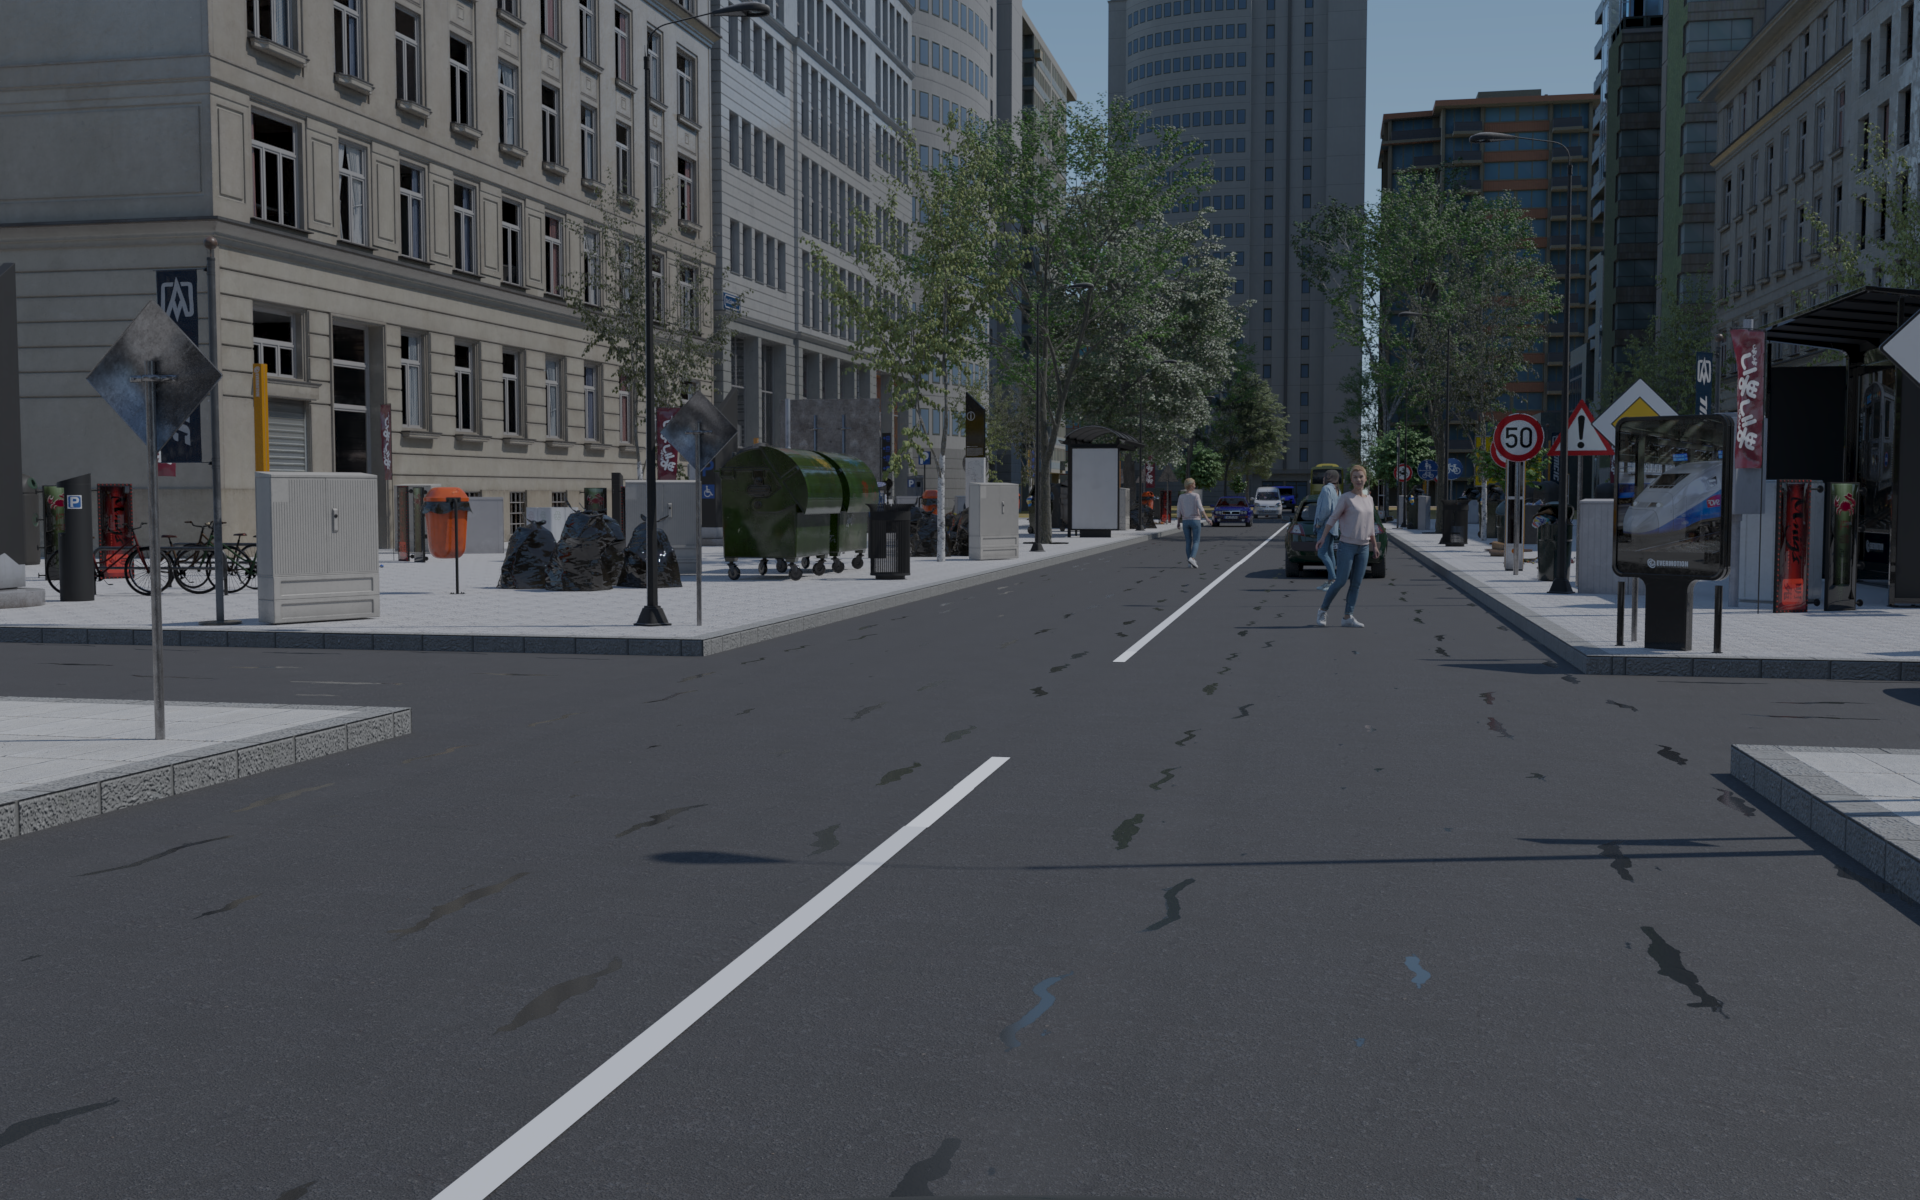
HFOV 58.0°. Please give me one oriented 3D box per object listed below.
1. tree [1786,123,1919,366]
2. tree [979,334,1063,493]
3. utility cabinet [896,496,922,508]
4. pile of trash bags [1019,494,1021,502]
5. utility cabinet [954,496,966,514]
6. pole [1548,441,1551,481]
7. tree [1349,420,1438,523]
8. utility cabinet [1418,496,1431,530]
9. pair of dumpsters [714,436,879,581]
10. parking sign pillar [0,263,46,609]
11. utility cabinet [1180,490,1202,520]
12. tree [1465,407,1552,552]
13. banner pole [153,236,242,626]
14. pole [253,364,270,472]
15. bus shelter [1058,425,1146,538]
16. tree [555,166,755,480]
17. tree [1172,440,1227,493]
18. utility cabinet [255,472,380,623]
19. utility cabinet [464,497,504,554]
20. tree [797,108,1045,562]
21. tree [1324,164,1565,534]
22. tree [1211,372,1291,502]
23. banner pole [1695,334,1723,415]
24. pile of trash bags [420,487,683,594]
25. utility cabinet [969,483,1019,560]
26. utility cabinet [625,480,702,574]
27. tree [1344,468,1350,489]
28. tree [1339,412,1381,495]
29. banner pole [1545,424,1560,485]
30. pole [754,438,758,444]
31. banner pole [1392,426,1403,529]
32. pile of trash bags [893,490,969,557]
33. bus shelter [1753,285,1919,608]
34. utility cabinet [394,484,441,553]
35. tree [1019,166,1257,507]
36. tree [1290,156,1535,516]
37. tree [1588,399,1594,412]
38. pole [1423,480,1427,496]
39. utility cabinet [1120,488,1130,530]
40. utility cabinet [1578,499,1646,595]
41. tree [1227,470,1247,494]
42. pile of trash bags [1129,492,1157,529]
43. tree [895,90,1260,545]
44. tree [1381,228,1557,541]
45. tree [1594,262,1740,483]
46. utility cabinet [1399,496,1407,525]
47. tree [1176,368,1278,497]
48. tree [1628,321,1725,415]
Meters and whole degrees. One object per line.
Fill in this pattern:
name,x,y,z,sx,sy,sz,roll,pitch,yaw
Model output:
tree,18.358,-5.073,33.300,4.737,8.622,4.395,0,3,0
tree,2.923,-7.768,77.369,4.360,8.622,3.978,0,3,0
utility cabinet,-1.261,-2.302,48.795,1.020,1.237,0.306,1,4,13
pile of trash bags,1.351,-4.563,84.356,3.447,1.369,1.912,-1,4,-23
utility cabinet,0.315,-3.296,65.043,1.020,1.237,0.306,-2,4,-25
pole,22.439,-4.422,66.136,0.158,3.312,0.155,0,3,0
tree,19.430,-5.646,76.021,4.285,4.588,4.351,0,3,0
utility cabinet,16.638,-3.112,62.041,0.306,1.237,1.020,2,4,24
pair of dumpsters,-2.556,-1.536,27.603,1.574,2.255,4.437,1,4,12
parking sign pillar,-11.256,-1.907,19.654,1.447,3.967,1.447,0,4,5
utility cabinet,11.398,-4.692,85.392,1.173,1.500,0.318,-2,4,-34
tree,12.352,-2.684,38.492,1.663,3.219,1.824,0,3,0
banner pole,-7.509,-1.650,16.999,0.863,3.779,0.401,1,4,14
pole,-10.953,-2.040,27.194,0.158,3.312,0.155,0,3,0
bus shelter,4.435,-3.641,53.451,2.014,3.302,5.546,1,4,12
tree,-7.141,-5.468,39.772,4.360,8.622,3.978,0,3,0
tree,14.574,-7.412,104.893,4.285,4.588,4.351,0,3,0
utility cabinet,-6.431,-0.533,17.391,0.318,1.500,1.173,3,4,38
utility cabinet,-10.366,-1.602,37.348,1.020,1.237,0.306,-1,4,-16
tree,-0.589,-5.033,32.660,4.737,8.622,4.395,0,3,0
tree,15.369,-7.942,55.612,9.928,11.665,9.643,0,3,0
tree,27.274,-14.887,161.526,7.486,12.596,7.792,0,3,0
banner pole,11.666,-2.263,27.018,0.863,3.779,0.401,-3,4,-36
pile of trash bags,-5.575,-0.829,23.311,3.447,1.369,1.912,-3,5,-43
utility cabinet,0.672,-1.533,33.747,0.318,1.500,1.173,3,5,41
utility cabinet,-4.675,-1.140,27.321,1.173,1.500,0.318,-1,4,-11
tree,36.538,-10.673,158.213,4.285,4.588,4.351,0,3,0
tree,35.473,-12.285,151.222,4.360,8.622,3.978,0,3,0
banner pole,21.091,-4.382,61.661,0.863,3.779,0.401,-1,4,-14
pole,-7.423,-4.238,63.131,0.158,3.312,0.155,0,3,0
banner pole,16.083,-4.503,63.642,0.401,3.779,0.863,1,4,20
pile of trash bags,-0.434,-1.661,36.908,1.912,1.369,3.447,-1,4,-10
bus shelter,11.673,-1.904,22.407,1.731,3.624,6.357,1,4,12
utility cabinet,-11.788,-1.771,37.631,1.173,1.500,0.318,2,4,32
tree,6.573,-9.782,66.591,9.857,13.997,8.962,0,3,0
tree,25.354,-14.772,97.417,12.611,20.169,13.585,0,3,0
tree,30.870,-7.834,78.442,4.737,8.622,4.395,0,3,0
pole,22.758,-5.564,84.808,0.158,3.312,0.155,0,3,0
utility cabinet,5.815,-3.227,61.443,0.318,1.500,1.173,1,4,12
utility cabinet,8.471,-0.673,22.163,1.020,1.237,0.306,2,4,33
tree,22.613,-8.925,140.531,1.663,3.219,1.824,0,3,0
pile of trash bags,6.491,-3.357,64.647,1.912,1.369,3.447,2,4,26
tree,2.353,-7.251,44.303,9.928,11.665,9.643,0,3,0
tree,14.178,-5.937,47.427,4.360,8.622,3.978,0,3,0
tree,23.009,-6.435,55.569,4.737,8.622,4.395,0,3,0
utility cabinet,18.508,-3.721,72.001,0.306,1.237,1.020,2,4,32
tree,18.380,-11.414,121.031,8.767,10.594,7.601,2,4,35
tree,30.098,-7.474,72.564,4.360,8.622,3.978,0,3,0
